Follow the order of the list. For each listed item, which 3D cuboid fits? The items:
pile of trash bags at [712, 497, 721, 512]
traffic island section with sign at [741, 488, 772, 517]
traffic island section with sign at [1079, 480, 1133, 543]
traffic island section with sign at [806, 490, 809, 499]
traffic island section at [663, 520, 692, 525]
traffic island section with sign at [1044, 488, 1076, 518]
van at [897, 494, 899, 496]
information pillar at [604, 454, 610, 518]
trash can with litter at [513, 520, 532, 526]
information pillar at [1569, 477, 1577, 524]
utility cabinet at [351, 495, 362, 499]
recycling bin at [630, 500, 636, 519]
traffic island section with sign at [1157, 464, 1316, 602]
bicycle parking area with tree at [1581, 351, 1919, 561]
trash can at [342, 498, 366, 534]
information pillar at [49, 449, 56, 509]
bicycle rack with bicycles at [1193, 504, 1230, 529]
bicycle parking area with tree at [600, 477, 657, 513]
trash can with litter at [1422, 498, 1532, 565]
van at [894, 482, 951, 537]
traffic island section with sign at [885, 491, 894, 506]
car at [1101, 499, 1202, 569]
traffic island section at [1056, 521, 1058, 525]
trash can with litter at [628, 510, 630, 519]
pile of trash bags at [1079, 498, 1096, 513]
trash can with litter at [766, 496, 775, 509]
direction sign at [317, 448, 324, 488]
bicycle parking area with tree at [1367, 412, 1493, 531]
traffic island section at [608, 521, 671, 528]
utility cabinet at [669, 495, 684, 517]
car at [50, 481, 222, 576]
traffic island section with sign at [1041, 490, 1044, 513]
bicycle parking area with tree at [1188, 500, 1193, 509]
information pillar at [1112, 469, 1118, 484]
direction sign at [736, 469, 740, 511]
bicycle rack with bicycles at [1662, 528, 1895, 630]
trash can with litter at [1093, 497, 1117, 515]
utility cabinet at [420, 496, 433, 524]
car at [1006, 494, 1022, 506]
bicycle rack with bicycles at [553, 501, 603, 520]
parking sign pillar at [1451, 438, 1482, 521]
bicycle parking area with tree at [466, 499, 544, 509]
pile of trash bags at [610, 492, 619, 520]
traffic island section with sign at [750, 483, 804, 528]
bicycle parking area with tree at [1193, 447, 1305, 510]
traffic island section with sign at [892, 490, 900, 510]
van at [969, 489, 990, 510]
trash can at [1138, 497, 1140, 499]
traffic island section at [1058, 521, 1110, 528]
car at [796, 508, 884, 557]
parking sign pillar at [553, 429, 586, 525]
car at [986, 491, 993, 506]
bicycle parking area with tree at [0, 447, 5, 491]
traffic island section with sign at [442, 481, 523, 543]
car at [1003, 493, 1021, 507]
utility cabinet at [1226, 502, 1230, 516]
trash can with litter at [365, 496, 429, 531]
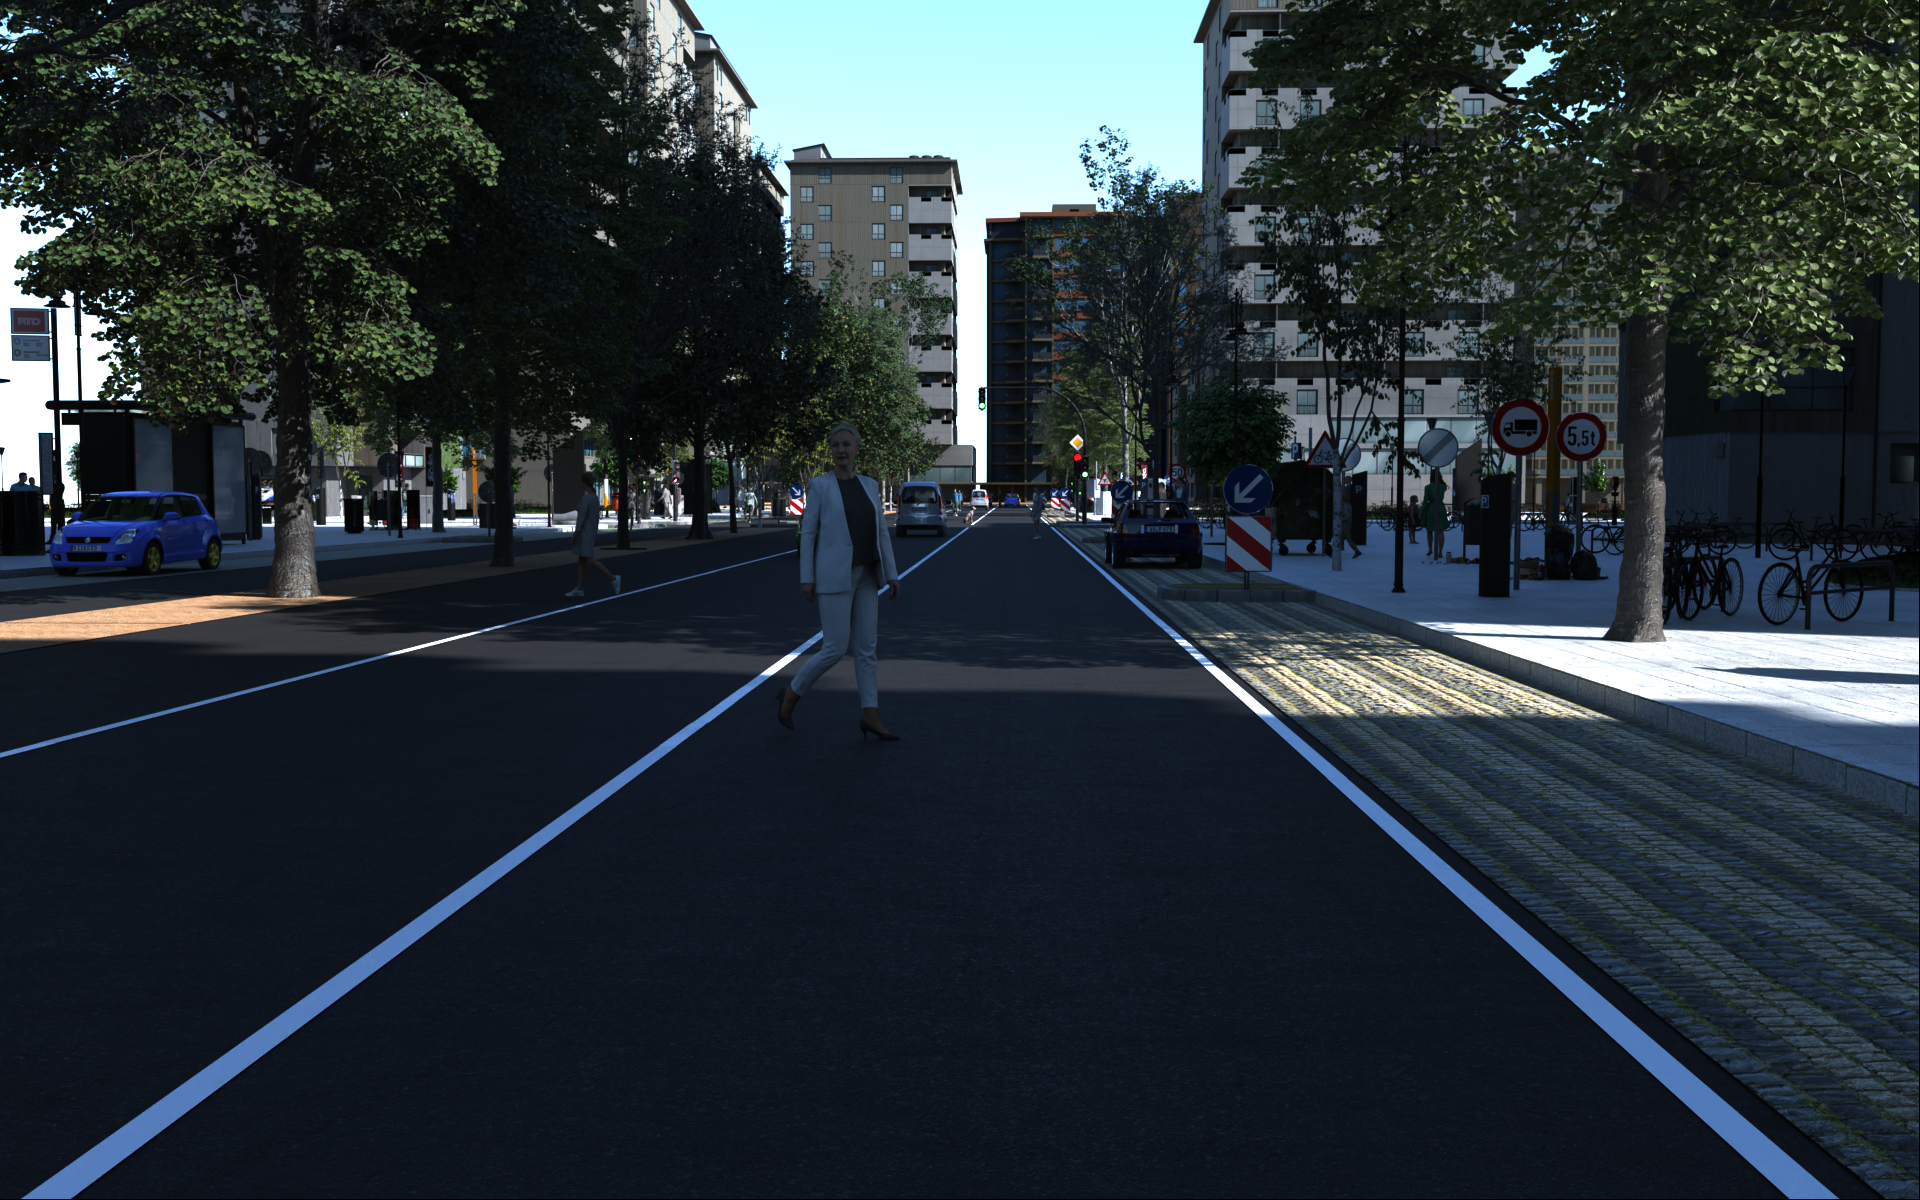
[{"bbox_3d":[-18.154,-6.737,119.909,1.912,1.369,3.447,2,4,28],"label":"pile of trash bags"},{"bbox_3d":[-12.383,-6.007,106.835,1.989,1.847,2.006,0,4,2],"label":"traffic island section with sign"},{"bbox_3d":[4.597,-2.583,50.868,1.989,1.847,2.006,0,4,2],"label":"traffic island section with sign"},{"bbox_3d":[-11.552,-7.654,133.777,1.989,1.847,2.006,0,4,2],"label":"traffic island section with sign"},{"bbox_3d":[-13.494,-3.655,82.034,2.009,0.180,2.903,0,4,2],"label":"traffic island section"},{"bbox_3d":[6.317,-5.957,106.022,1.989,1.847,2.006,0,4,2],"label":"traffic island section with sign"},{"bbox_3d":[-6.526,-12.719,212.339,2.240,2.365,5.245,0,4,3],"label":"van"},{"bbox_3d":[-19.268,-6.297,94.306,0.183,3.616,0.504,0,4,6],"label":"information pillar"},{"bbox_3d":[-18.650,-3.649,70.716,2.233,1.210,1.678,3,4,38],"label":"trash can with litter"},{"bbox_3d":[25.986,-4.205,73.242,0.304,2.012,0.304,0,4,-1],"label":"information pillar"},{"bbox_3d":[-29.373,-4.476,84.347,0.306,1.237,1.020,0,4,-7],"label":"utility cabinet"},{"bbox_3d":[-17.149,-4.742,90.086,0.722,1.027,0.722,0,4,-4],"label":"recycling bin"},{"bbox_3d":[3.746,-0.927,23.791,1.989,1.847,2.006,0,4,2],"label":"traffic island section with sign"},{"bbox_3d":[17.746,-3.041,36.717,8.231,4.147,9.016,-2,4,-33],"label":"bicycle parking area with tree"},{"bbox_3d":[-19.742,-2.738,56.424,0.748,1.137,0.748,0,3,0],"label":"trash can"},{"bbox_3d":[-45.641,-5.864,87.229,0.504,3.616,0.183,0,4,0],"label":"information pillar"},{"bbox_3d":[9.876,-3.111,64.239,2.852,0.926,2.925,-3,5,-39],"label":"bicycle rack with bicycles"},{"bbox_3d":[-23.688,-8.133,119.970,8.231,4.147,9.016,0,4,5],"label":"bicycle parking area with tree"},{"bbox_3d":[9.735,-1.256,31.599,1.678,1.210,2.233,-3,5,-44],"label":"trash can with litter"},{"bbox_3d":[-1.314,-3.216,59.595,2.013,2.044,4.112,0,4,1],"label":"van"},{"bbox_3d":[-9.125,-12.384,211.099,1.989,1.847,2.006,0,4,2],"label":"traffic island section with sign"},{"bbox_3d":[3.811,-1.340,34.497,1.945,1.354,3.894,0,4,2],"label":"car"},{"bbox_3d":[5.538,-3.618,81.436,2.009,0.180,2.903,0,4,2],"label":"traffic island section"},{"bbox_3d":[-16.738,-4.610,86.767,0.624,1.170,1.055,0,4,-4],"label":"trash can with litter"},{"bbox_3d":[9.133,-6.744,120.015,1.912,1.369,3.447,-1,4,-8],"label":"pile of trash bags"},{"bbox_3d":[-15.980,-8.316,147.024,1.678,1.210,2.233,-3,5,-42],"label":"trash can with litter"},{"bbox_3d":[-31.178,-5.660,84.541,0.379,3.537,0.876,-3,4,-37],"label":"direction sign"},{"bbox_3d":[17.943,-4.642,62.894,9.016,4.147,8.231,0,4,7],"label":"bicycle parking area with tree"},{"bbox_3d":[-13.744,-3.166,74.053,2.009,0.180,2.903,0,4,2],"label":"traffic island section"},{"bbox_3d":[-16.015,-5.258,97.137,1.020,1.237,0.306,-2,4,-32],"label":"utility cabinet"},{"bbox_3d":[-14.921,-1.335,31.413,1.945,1.707,3.694,0,4,1],"label":"car"},{"bbox_3d":[7.156,-7.605,132.964,1.989,1.847,2.006,0,4,2],"label":"traffic island section with sign"},{"bbox_3d":[20.796,-8.056,118.716,8.231,4.147,9.016,2,4,34],"label":"bicycle parking area with tree"},{"bbox_3d":[12.237,-8.918,137.162,0.504,3.616,0.183,2,4,35],"label":"information pillar"},{"bbox_3d":[-16.797,-8.498,130.934,0.379,3.537,0.876,0,4,-1],"label":"direction sign"},{"bbox_3d":[7.969,-0.260,17.628,2.925,0.926,2.852,-3,4,-37],"label":"bicycle rack with bicycles"},{"bbox_3d":[9.098,-5.906,107.613,2.233,1.210,1.678,-2,4,-26],"label":"trash can with litter"},{"bbox_3d":[-22.946,-3.878,74.573,1.020,1.237,0.306,1,4,15],"label":"utility cabinet"},{"bbox_3d":[6.579,-12.428,213.417,2.015,1.641,3.980,0,4,3],"label":"car"},{"bbox_3d":[-19.166,-4.462,86.340,2.852,0.926,2.925,-1,4,-21],"label":"bicycle rack with bicycles"},{"bbox_3d":[24.593,-5.845,84.030,1.447,3.967,1.447,-1,4,-10],"label":"parking sign pillar"},{"bbox_3d":[-33.545,-7.981,117.495,8.231,4.147,9.016,3,5,44],"label":"bicycle parking area with tree"},{"bbox_3d":[-17.988,-4.522,83.694,3.447,1.369,1.912,0,4,-6],"label":"pile of trash bags"},{"bbox_3d":[-7.847,-4.035,74.103,2.006,1.907,1.989,0,4,2],"label":"traffic island section with sign"},{"bbox_3d":[20.008,-7.364,107.410,9.016,4.147,8.231,0,4,-5],"label":"bicycle parking area with tree"},{"bbox_3d":[-5.264,-9.081,156.608,2.006,1.907,1.989,0,4,2],"label":"traffic island section with sign"},{"bbox_3d":[1.804,-9.381,160.384,2.013,2.044,4.112,0,4,2],"label":"van"},{"bbox_3d":[10.553,-5.369,99.440,0.748,1.137,0.748,0,3,0],"label":"trash can"},{"bbox_3d":[5.288,-3.130,73.454,2.009,0.180,2.903,0,4,2],"label":"traffic island section"},{"bbox_3d":[-2.788,-1.954,40.741,1.959,1.807,4.718,0,4,1],"label":"car"},{"bbox_3d":[-16.300,-5.128,72.320,1.447,3.967,1.447,0,4,1],"label":"parking sign pillar"},{"bbox_3d":[2.822,-12.152,207.359,2.281,1.827,5.304,0,3,0],"label":"car"},{"bbox_3d":[-57.462,-7.124,103.474,9.016,4.147,8.231,0,4,-7],"label":"bicycle parking area with tree"},{"bbox_3d":[-14.122,-2.623,51.506,1.989,1.847,2.006,0,4,2],"label":"traffic island section with sign"},{"bbox_3d":[5.737,-11.083,190.798,1.945,1.707,3.694,0,4,2],"label":"car"},{"bbox_3d":[11.490,-3.865,71.865,0.318,1.500,1.173,-2,4,-26],"label":"utility cabinet"},{"bbox_3d":[-19.982,-3.076,61.349,2.233,1.210,1.678,-1,4,-18],"label":"trash can with litter"}]
